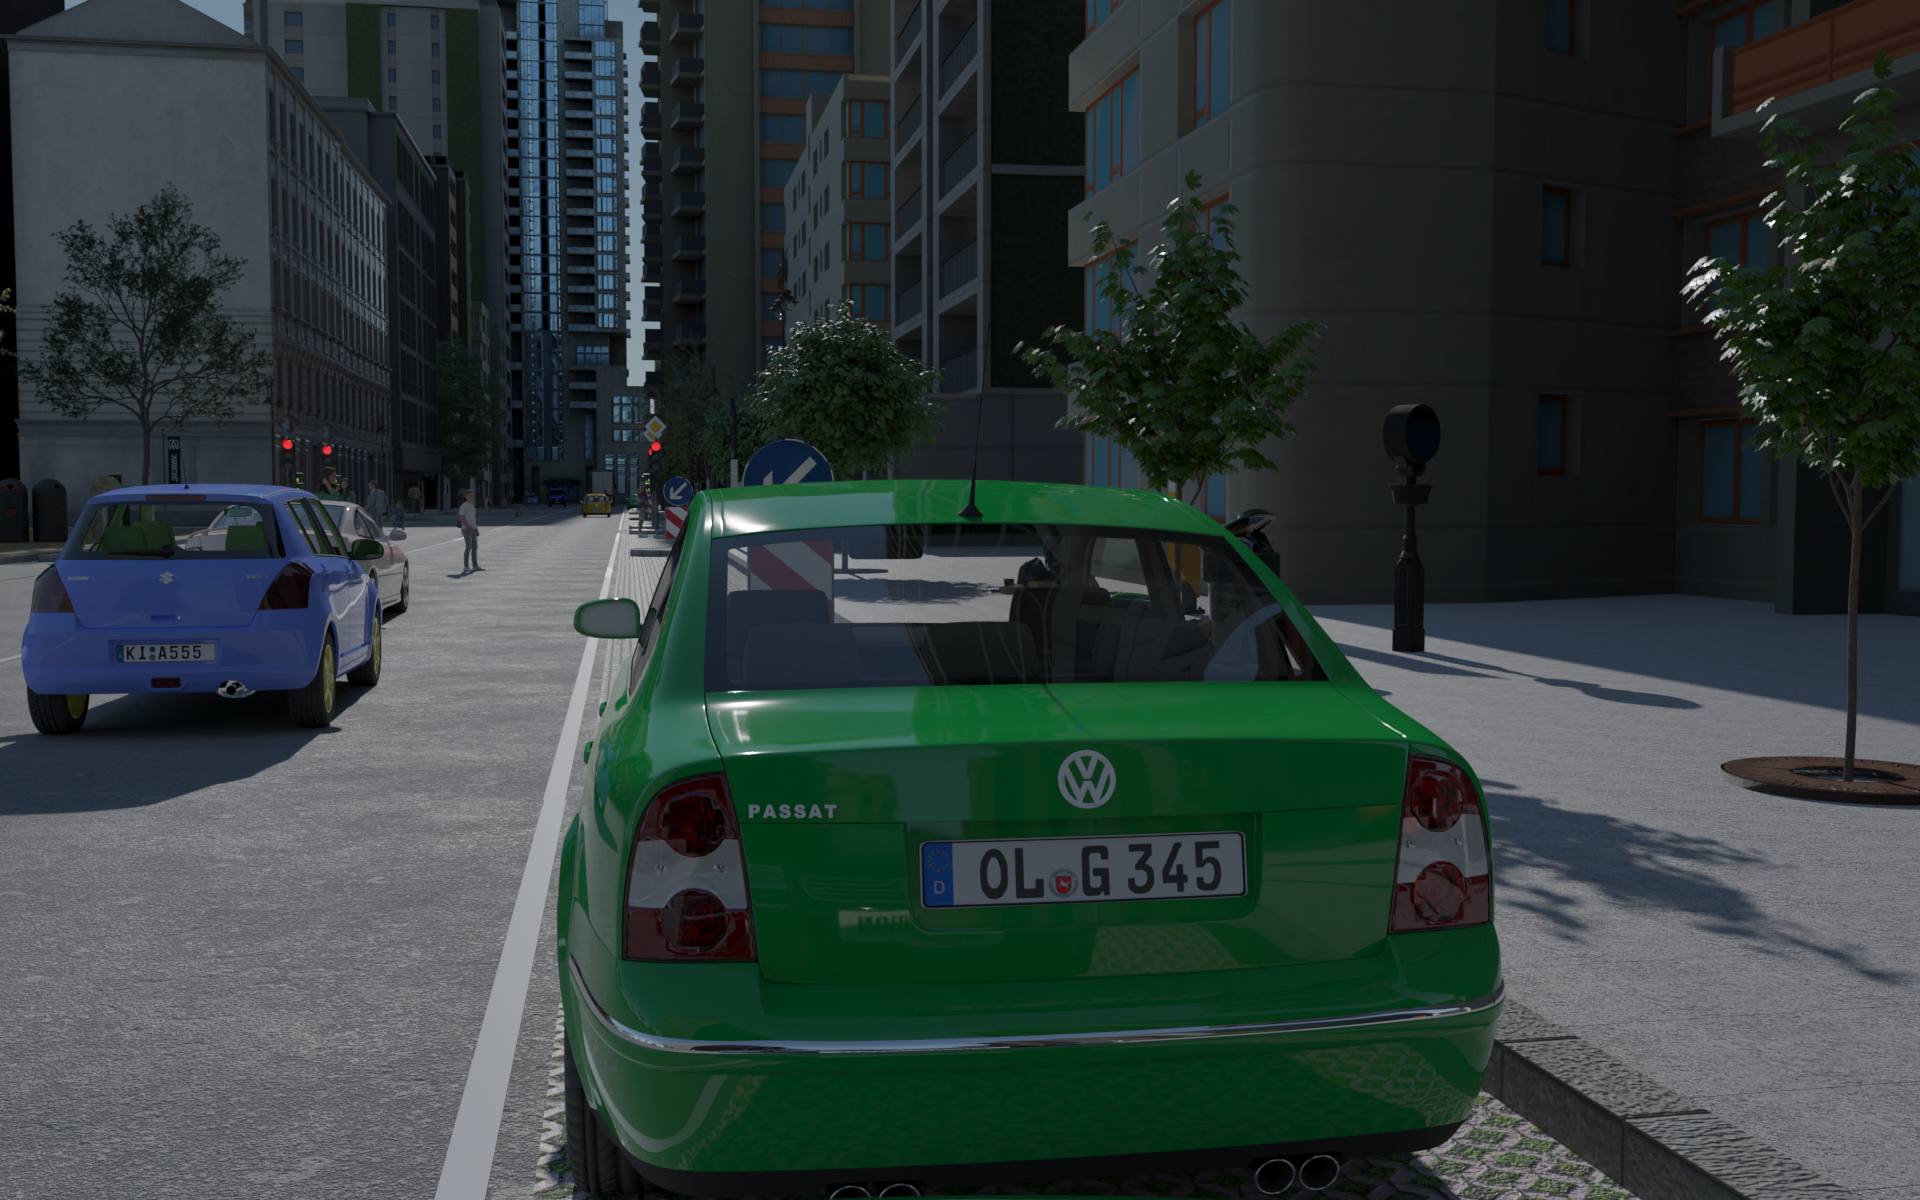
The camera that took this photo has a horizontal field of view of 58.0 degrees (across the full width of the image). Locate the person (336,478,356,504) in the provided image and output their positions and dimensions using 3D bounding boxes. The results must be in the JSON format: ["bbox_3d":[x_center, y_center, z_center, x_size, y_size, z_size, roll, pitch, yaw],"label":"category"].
[{"bbox_3d":[-14.163,-1.907,39.934,0.600,1.795,0.529,-1,4,-15],"label":"person"}]

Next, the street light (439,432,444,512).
[{"bbox_3d":[-38.001,-9.418,126.764,0.468,5.910,1.993,-1,4,-11],"label":"street light"}]

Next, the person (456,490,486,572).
[{"bbox_3d":[-9.079,-1.286,32.128,0.523,1.515,0.503,-1,4,-15],"label":"person"}]

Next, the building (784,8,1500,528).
[{"bbox_3d":[6.829,-14.840,87.670,28.899,21.520,27.650,-1,4,-11],"label":"building"}]

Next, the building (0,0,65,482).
[{"bbox_3d":[-45.767,-14.633,68.922,15.834,23.373,12.332,-1,4,-11],"label":"building"}]

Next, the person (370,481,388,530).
[{"bbox_3d":[-17.304,-2.620,51.438,0.391,1.810,0.635,1,4,18],"label":"person"}]

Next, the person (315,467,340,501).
[{"bbox_3d":[-8.535,-0.896,23.398,0.529,1.795,0.600,0,4,-1],"label":"person"}]

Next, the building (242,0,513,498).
[{"bbox_3d":[-67.264,-40.360,201.891,28.212,58.520,21.231,-1,4,-11],"label":"building"}]

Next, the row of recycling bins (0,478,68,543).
[{"bbox_3d":[-25.485,-2.352,45.571,3.534,1.692,1.069,-2,4,-35],"label":"row of recycling bins"}]

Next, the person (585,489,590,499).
[{"bbox_3d":[-27.384,-7.240,127.138,0.793,1.790,0.793,2,4,32],"label":"person"}]

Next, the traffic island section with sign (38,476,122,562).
[{"bbox_3d":[-18.500,-1.756,37.332,1.989,1.847,2.006,-1,4,-11],"label":"traffic island section with sign"}]

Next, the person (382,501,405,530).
[{"bbox_3d":[-22.480,-3.359,68.926,1.012,1.151,0.738,-3,5,-40],"label":"person"}]

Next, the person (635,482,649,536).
[{"bbox_3d":[-10.858,-3.104,59.231,0.573,1.828,0.580,-2,4,-35],"label":"person"}]

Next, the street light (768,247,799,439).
[{"bbox_3d":[-3.323,-3.661,32.642,0.468,5.910,1.993,-1,4,-11],"label":"street light"}]

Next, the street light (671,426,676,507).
[{"bbox_3d":[-18.875,-8.664,114.443,0.468,5.910,1.993,-1,4,-11],"label":"street light"}]

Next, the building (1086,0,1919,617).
[{"bbox_3d":[18.065,-10.481,16.407,27.650,21.520,28.899,-1,4,-11],"label":"building"}]

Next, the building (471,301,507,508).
[{"bbox_3d":[-59.161,-19.706,167.226,27.650,21.520,28.899,-1,4,-11],"label":"building"}]

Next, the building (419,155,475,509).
[{"bbox_3d":[-49.102,-22.924,146.503,14.160,30.474,14.107,-1,4,-11],"label":"building"}]

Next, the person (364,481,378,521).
[{"bbox_3d":[-16.026,-2.333,46.921,0.573,1.790,0.520,-2,4,-29],"label":"person"}]

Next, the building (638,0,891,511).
[{"bbox_3d":[-12.923,-29.144,131.135,22.147,44.769,28.867,-1,4,-11],"label":"building"}]

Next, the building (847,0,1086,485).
[{"bbox_3d":[7.538,-37.181,46.168,20.563,71.187,20.611,-1,4,-11],"label":"building"}]

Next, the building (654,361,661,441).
[{"bbox_3d":[-28.096,-24.346,243.091,28.899,21.520,27.650,-1,4,-11],"label":"building"}]

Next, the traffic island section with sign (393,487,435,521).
[{"bbox_3d":[-28.973,-5.101,92.021,1.989,1.847,2.006,-1,4,-11],"label":"traffic island section with sign"}]

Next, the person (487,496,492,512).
[{"bbox_3d":[-38.599,-7.879,141.998,0.373,1.253,0.362,-2,4,-24],"label":"person"}]

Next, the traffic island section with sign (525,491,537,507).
[{"bbox_3d":[-48.600,-11.366,194.457,1.989,1.847,2.006,-1,4,-11],"label":"traffic island section with sign"}]

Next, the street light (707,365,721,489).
[{"bbox_3d":[-8.794,-5.456,61.994,0.468,5.910,1.993,-1,4,-11],"label":"street light"}]

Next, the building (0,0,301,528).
[{"bbox_3d":[-33.043,-13.829,75.258,9.793,20.994,18.267,-1,4,-11],"label":"building"}]

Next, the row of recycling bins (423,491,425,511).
[{"bbox_3d":[-41.740,-7.460,129.078,3.534,1.692,1.069,-1,4,-18],"label":"row of recycling bins"}]

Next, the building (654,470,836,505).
[{"bbox_3d":[-26.742,-47.136,208.930,20.563,71.187,20.611,-1,4,-11],"label":"building"}]

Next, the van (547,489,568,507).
[{"bbox_3d":[-44.685,-11.492,192.277,2.240,2.365,5.245,-1,4,-12],"label":"van"}]

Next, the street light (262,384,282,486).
[{"bbox_3d":[-26.901,-5.813,67.824,0.468,5.910,1.993,-1,4,-11],"label":"street light"}]

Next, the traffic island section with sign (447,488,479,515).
[{"bbox_3d":[-34.172,-6.760,119.151,1.989,1.847,2.006,-1,4,-11],"label":"traffic island section with sign"}]

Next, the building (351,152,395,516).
[{"bbox_3d":[-36.684,-14.922,93.126,9.793,20.994,18.267,-1,4,-11],"label":"building"}]

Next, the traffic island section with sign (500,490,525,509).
[{"bbox_3d":[-43.522,-9.746,167.982,1.989,1.847,2.006,-1,4,-11],"label":"traffic island section with sign"}]

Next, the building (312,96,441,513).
[{"bbox_3d":[-42.707,-19.563,113.362,14.314,27.812,24.014,-1,4,-11],"label":"building"}]

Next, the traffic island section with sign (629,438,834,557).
[{"bbox_3d":[-1.468,-0.275,13.128,1.989,1.847,2.006,-1,4,-11],"label":"traffic island section with sign"}]

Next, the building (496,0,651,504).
[{"bbox_3d":[-57.762,-56.272,232.712,31.000,86.520,22.319,-1,4,-11],"label":"building"}]

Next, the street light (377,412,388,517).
[{"bbox_3d":[-32.477,-7.623,97.422,0.468,5.910,1.993,-1,4,-11],"label":"street light"}]

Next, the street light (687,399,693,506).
[{"bbox_3d":[-13.198,-6.841,84.636,0.468,5.910,1.993,-1,4,-11],"label":"street light"}]
